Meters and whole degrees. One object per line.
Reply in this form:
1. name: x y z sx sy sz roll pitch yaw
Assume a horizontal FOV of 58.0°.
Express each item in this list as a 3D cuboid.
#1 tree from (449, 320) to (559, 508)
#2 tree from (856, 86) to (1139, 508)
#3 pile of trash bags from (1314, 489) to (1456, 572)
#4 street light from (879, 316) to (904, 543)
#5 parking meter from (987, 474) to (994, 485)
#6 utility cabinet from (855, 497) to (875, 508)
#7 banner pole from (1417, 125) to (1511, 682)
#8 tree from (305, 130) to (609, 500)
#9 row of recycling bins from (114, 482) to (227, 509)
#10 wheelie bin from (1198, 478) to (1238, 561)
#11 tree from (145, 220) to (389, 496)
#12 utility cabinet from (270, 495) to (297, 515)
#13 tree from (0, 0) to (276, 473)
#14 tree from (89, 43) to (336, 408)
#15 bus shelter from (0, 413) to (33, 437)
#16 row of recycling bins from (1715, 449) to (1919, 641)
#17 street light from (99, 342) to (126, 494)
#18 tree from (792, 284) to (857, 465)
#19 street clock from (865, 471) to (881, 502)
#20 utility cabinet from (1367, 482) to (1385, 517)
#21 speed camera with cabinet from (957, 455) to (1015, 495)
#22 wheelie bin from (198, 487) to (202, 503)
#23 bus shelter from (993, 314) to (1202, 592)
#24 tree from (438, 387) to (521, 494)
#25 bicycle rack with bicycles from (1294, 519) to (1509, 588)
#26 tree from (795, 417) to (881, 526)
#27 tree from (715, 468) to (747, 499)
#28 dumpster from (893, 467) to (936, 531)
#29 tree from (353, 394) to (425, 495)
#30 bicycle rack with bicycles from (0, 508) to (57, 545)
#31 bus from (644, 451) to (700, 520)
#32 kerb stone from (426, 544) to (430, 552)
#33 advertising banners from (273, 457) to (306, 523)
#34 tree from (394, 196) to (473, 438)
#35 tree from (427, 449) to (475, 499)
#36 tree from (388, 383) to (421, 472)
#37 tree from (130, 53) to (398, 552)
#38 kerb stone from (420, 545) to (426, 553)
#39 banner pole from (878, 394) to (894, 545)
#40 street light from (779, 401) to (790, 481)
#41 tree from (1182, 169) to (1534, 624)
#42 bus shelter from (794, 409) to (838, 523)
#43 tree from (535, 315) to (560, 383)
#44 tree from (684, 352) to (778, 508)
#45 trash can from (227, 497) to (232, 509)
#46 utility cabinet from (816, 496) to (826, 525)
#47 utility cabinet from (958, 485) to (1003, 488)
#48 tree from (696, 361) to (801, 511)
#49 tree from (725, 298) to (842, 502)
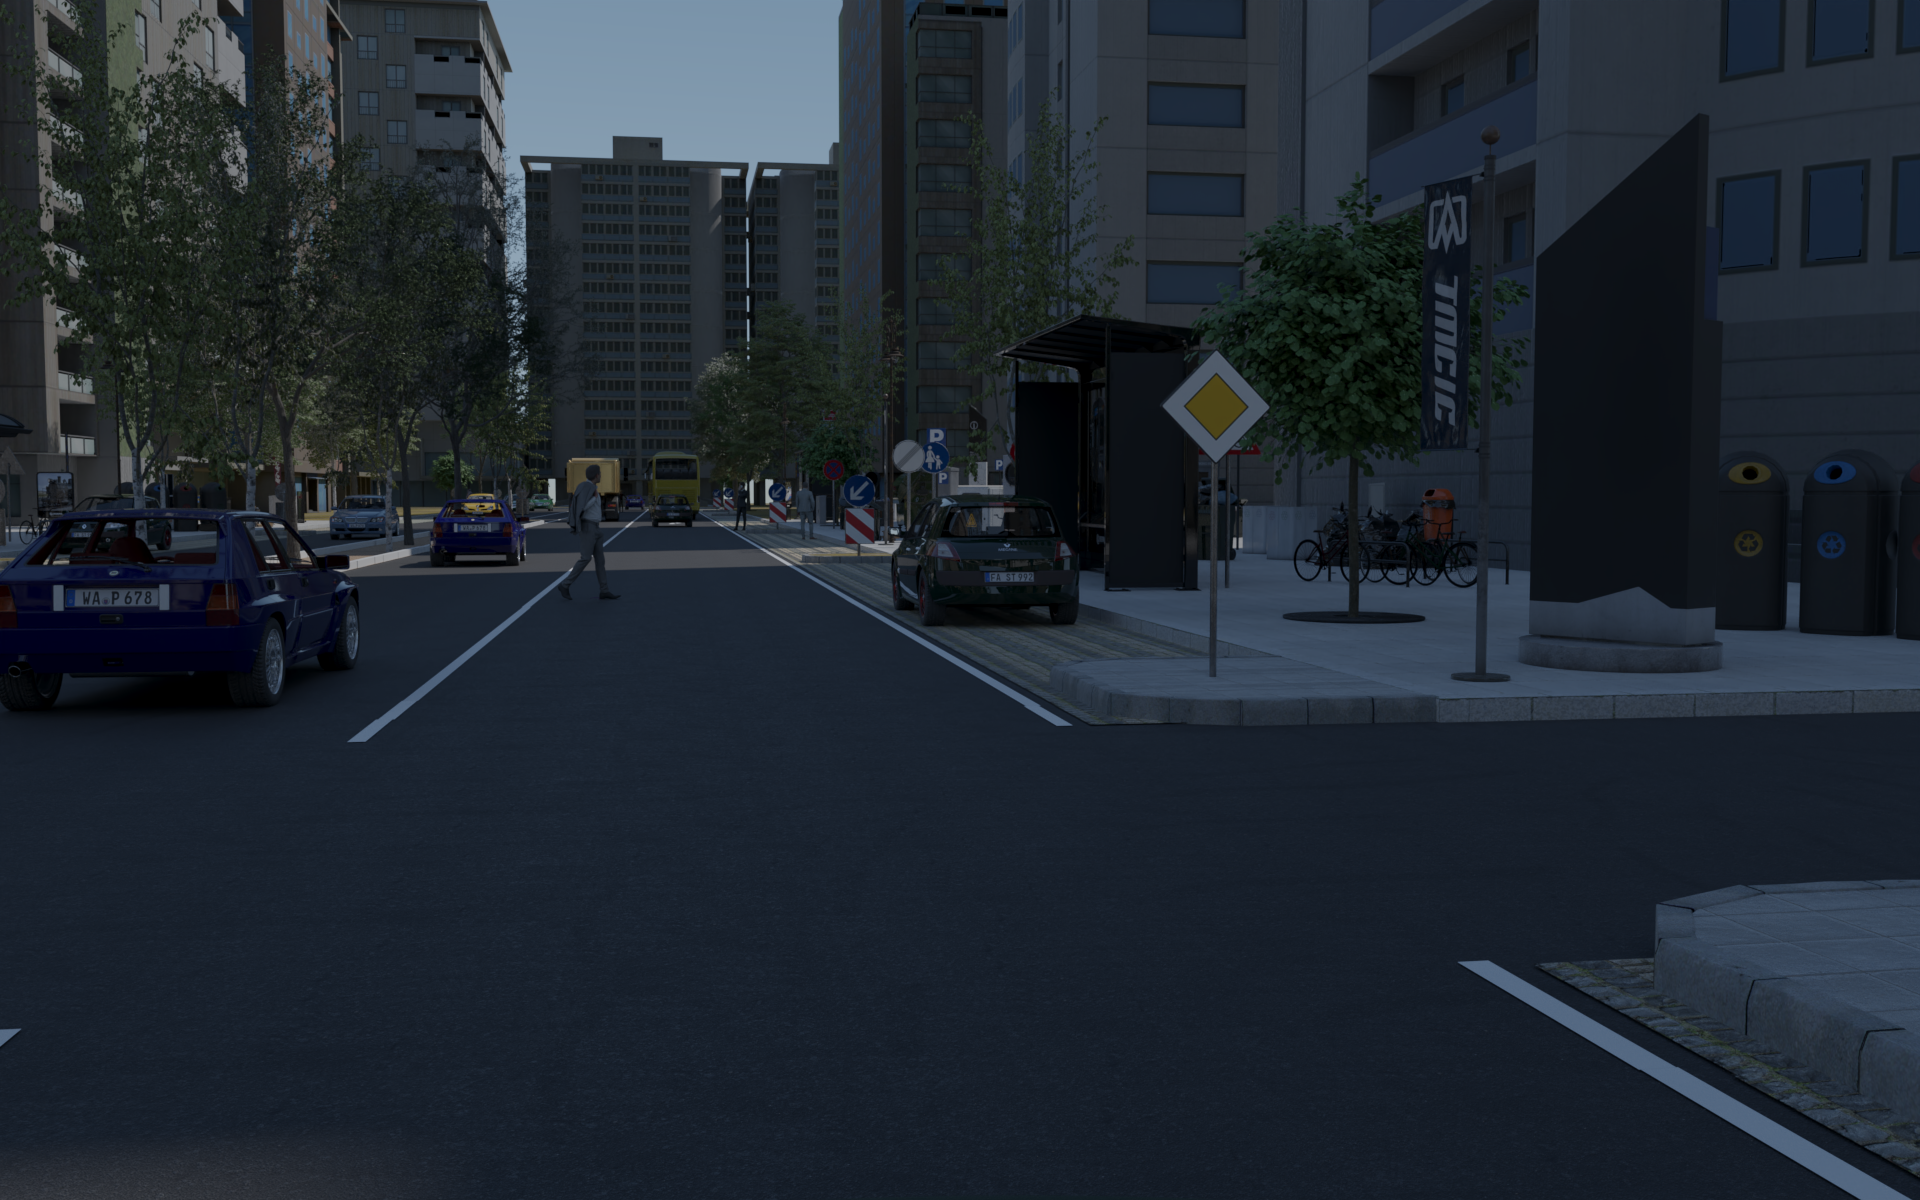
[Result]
1. tree: -18.856 -7.323 72.544 4.737 8.622 4.395 0 3 0
2. tree: 1.203 -5.009 32.257 4.737 8.622 4.395 0 3 0
3. pile of trash bags: 7.569 -1.233 29.909 1.912 1.369 3.447 -1 4 -13
4. street light: -1.791 -4.428 45.180 0.468 5.910 1.993 -1 4 -10
5. parking meter: 0.762 -2.701 49.876 0.399 1.863 0.255 2 4 34
6. utility cabinet: -4.689 -4.663 84.911 0.318 1.500 1.173 -3 5 -44
7. banner pole: 3.495 -1.349 12.080 0.401 3.779 0.863 -2 4 -28
8. tree: -16.947 -8.889 58.155 12.009 13.543 11.850 0 3 0
9. row of recycling bins: -26.869 -3.171 58.967 3.534 1.692 1.069 -3 4 -37
10. wheelie bin: 4.954 -1.569 33.563 0.980 1.594 0.693 3 5 43
11. tree: -28.834 -9.265 69.612 7.486 12.596 7.792 0 3 0
12. utility cabinet: -30.359 -4.086 77.974 1.020 1.237 0.306 0 4 3
13. tree: -11.325 -4.334 23.687 4.737 8.622 4.395 0 3 0
14. tree: -13.405 -5.990 34.807 8.767 10.594 7.601 -1 4 -10
15. bus shelter: -23.449 -2.820 40.024 2.014 3.302 5.546 -1 4 -10
16. row of recycling bins: 8.418 -0.520 15.614 1.069 1.692 3.534 -3 5 -41
17. street light: -24.095 -4.696 49.571 0.468 5.910 1.993 -1 4 -10
18. tree: -3.524 -6.682 59.614 4.737 8.622 4.395 0 3 0
19. street clock: -2.791 -3.113 55.475 0.471 2.002 0.358 2 4 24
20. utility cabinet: 7.994 -1.507 33.311 0.318 1.500 1.173 1 4 13
21. speed camera with cabinet: 0.863 -2.737 39.082 2.038 3.252 0.660 3 5 41
22. wheelie bin: -33.529 -4.241 77.246 0.980 1.594 0.693 -2 4 -29
23. bus shelter: 1.906 -2.114 25.849 1.731 3.624 6.357 -1 4 -10
24. tree: -42.415 -13.912 153.223 9.928 11.665 9.643 0 3 0
25. bicycle rack with bicycles: 6.535 -0.696 24.754 2.852 0.926 2.925 -2 4 -24
26. tree: -4.861 -5.235 69.311 4.285 4.588 4.351 0 3 0
27. tree: -21.483 -10.988 163.363 4.285 4.588 4.351 0 3 0
28. dumpster: -1.303 -3.127 53.627 1.502 2.255 1.985 -1 4 -9
29. tree: -33.672 -9.204 100.851 4.737 8.622 4.395 0 3 0
30. bicycle rack with bicycles: -24.336 -1.890 44.292 2.852 0.926 2.925 0 4 -7
31. bus: -16.527 -6.598 99.431 2.896 3.916 12.252 -1 4 -12
32. kerb stone: -13.283 -1.262 42.958 0.120 0.150 1.000 -1 4 -10
33. advertising banners: -29.645 -4.915 76.545 2.074 3.025 0.090 2 4 31
34. tree: -13.996 -5.472 42.279 4.360 8.622 3.978 0 3 0
35. tree: -37.033 -8.685 125.711 4.285 4.588 4.351 0 3 0
36. tree: -33.081 -10.697 93.020 7.486 12.596 7.792 0 3 0
37. tree: -11.906 -4.657 28.964 4.360 8.622 3.978 0 3 0
38. kerb stone: -13.117 -1.207 41.948 0.120 0.150 1.000 -1 4 -10
39. banner pole: -1.859 -3.250 43.149 0.401 3.779 0.863 0 4 0
40. street light: -8.705 -6.933 86.135 0.468 5.910 1.993 -1 4 -10
41. tree: 4.025 -2.082 17.760 4.285 4.588 4.351 0 3 0
42. bus shelter: -6.422 -6.236 79.584 2.179 5.291 8.768 -1 4 -10
43. tree: -15.343 -6.806 48.147 8.767 10.594 7.601 -1 4 -10
44. tree: -20.043 -15.163 154.567 9.857 13.997 8.962 0 3 0
45. trash can: -31.334 -3.790 73.620 0.748 1.137 0.748 0 3 0
46. utility cabinet: -5.871 -3.791 73.146 0.306 1.237 1.020 -1 4 -13
47. utility cabinet: 0.535 -2.172 44.195 1.173 1.500 0.318 0 4 1
48. tree: -15.922 -12.576 131.365 9.928 11.665 9.643 0 3 0
49. tree: -10.154 -11.187 101.041 7.486 12.596 7.792 0 3 0
